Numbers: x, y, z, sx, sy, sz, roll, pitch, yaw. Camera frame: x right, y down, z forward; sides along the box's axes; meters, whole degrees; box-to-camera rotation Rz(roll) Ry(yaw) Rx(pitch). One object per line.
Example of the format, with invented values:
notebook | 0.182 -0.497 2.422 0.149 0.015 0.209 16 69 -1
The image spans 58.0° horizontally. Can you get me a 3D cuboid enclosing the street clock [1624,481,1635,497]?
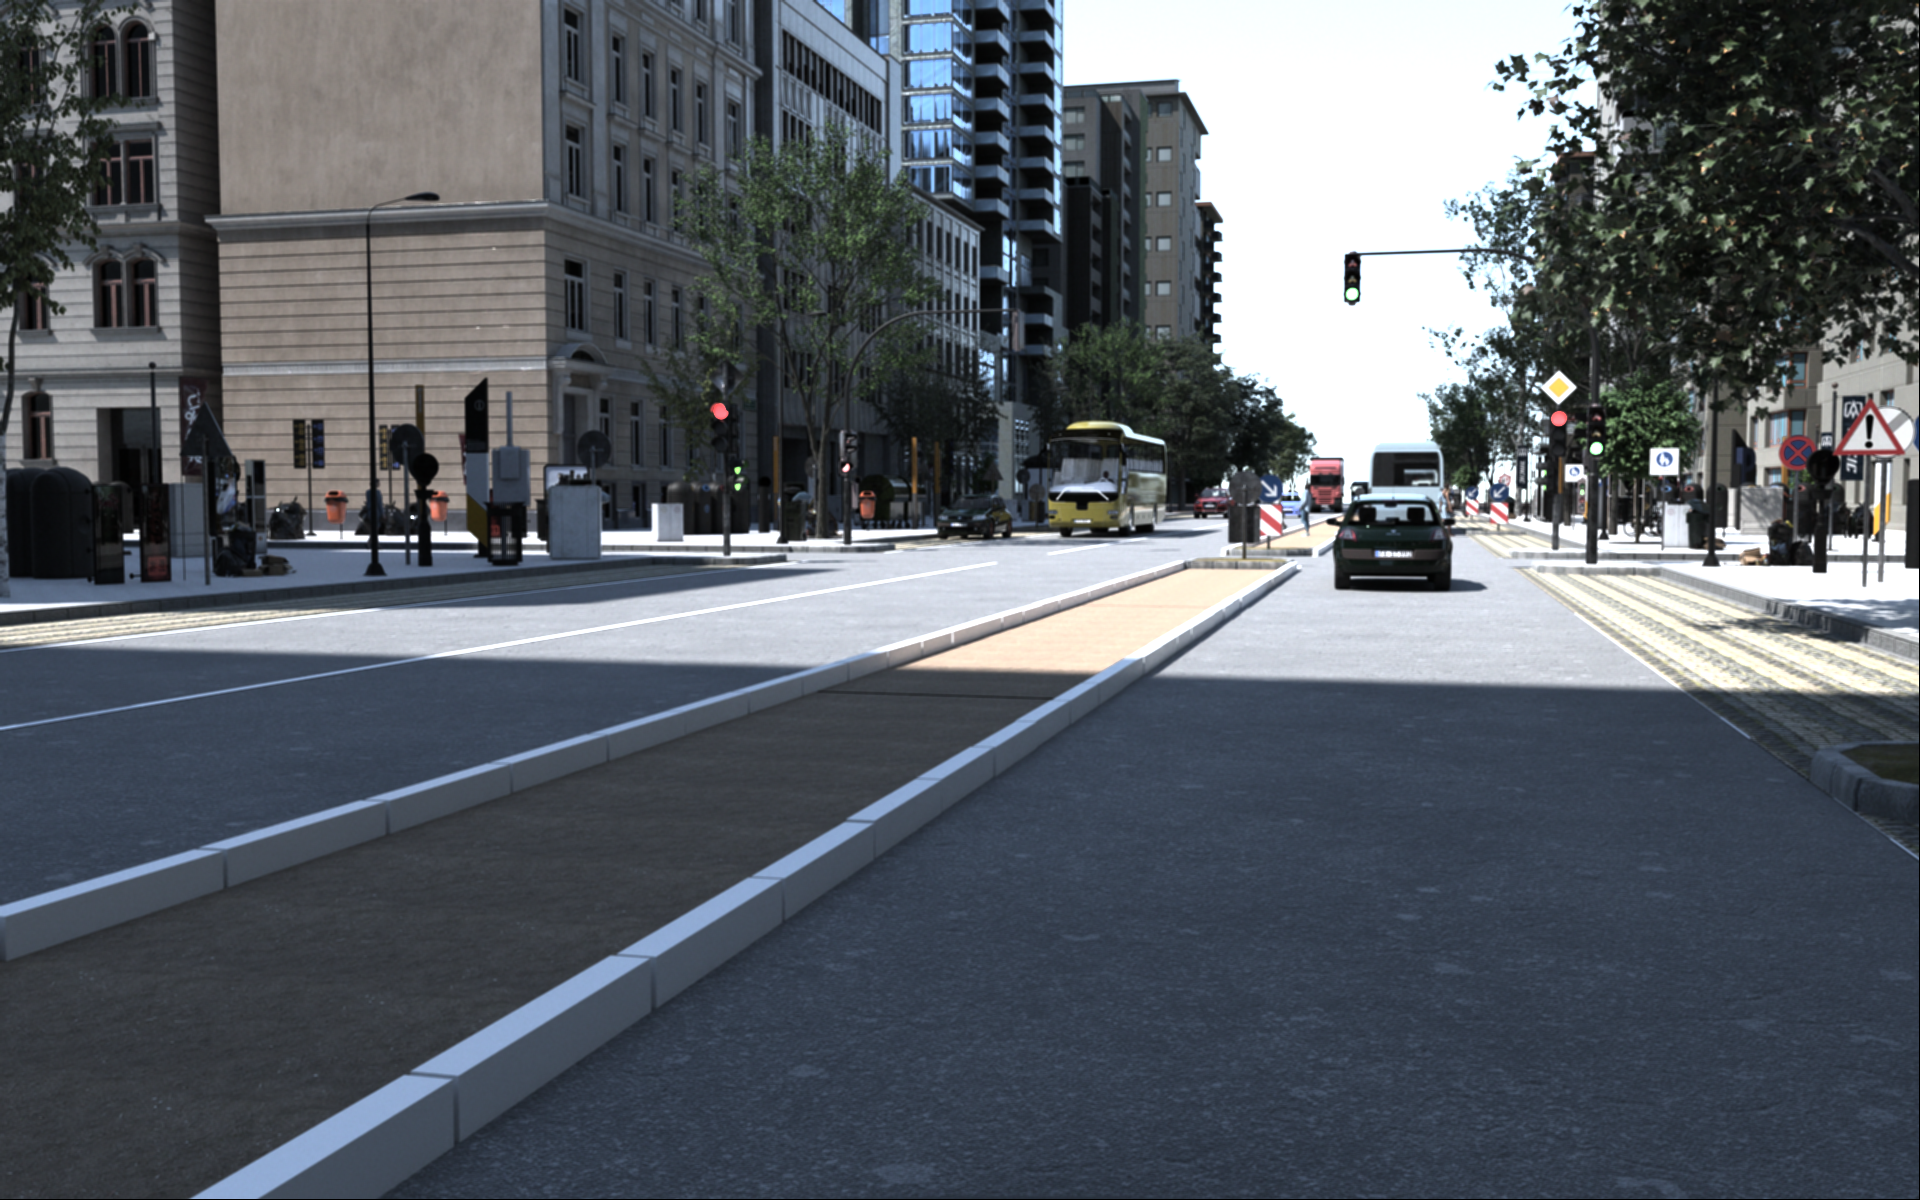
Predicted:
street clock | 30.312 -4.520 78.468 0.471 2.002 0.358 1 4 18

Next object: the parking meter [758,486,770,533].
parking meter | -6.524 -3.012 57.663 0.372 1.533 0.369 0 3 0

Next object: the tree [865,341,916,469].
tree | -2.521 -8.018 81.459 4.360 8.622 3.978 0 3 0

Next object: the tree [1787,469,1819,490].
tree | 32.051 -4.316 65.163 1.663 3.219 1.824 0 3 0

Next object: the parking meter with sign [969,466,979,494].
parking meter with sign | 1.271 -6.777 107.056 0.543 3.016 1.738 -2 4 -34

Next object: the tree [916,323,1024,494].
tree | 0.373 -7.642 75.311 4.360 8.622 3.978 0 3 0

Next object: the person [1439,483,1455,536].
person | 16.378 -3.048 58.429 0.778 1.811 0.616 0 4 -7

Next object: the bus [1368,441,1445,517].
bus | 17.323 -4.416 67.060 2.948 3.499 13.247 1 4 15

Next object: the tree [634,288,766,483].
tree | -8.905 -6.750 60.728 4.737 8.622 4.395 0 3 0

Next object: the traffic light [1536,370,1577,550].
traffic light | 13.556 -3.086 39.379 0.839 4.253 0.868 1 4 14

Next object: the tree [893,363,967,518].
tree | -1.493 -8.635 91.552 4.737 8.622 4.395 0 3 0

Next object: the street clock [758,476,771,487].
street clock | -7.967 -4.039 70.605 0.471 2.002 0.358 -2 4 -25

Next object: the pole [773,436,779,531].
pole | -6.467 -4.103 60.922 0.158 3.312 0.155 0 3 0

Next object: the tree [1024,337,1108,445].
tree | 4.652 -7.971 80.687 4.360 8.622 3.978 0 3 0

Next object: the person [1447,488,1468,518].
person | 29.793 -5.836 104.134 1.509 1.804 0.699 1 4 9

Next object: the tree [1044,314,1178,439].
tree | 8.910 -10.764 101.753 9.928 11.665 9.643 0 3 0

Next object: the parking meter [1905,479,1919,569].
parking meter | 16.447 -1.303 29.721 0.372 1.533 0.369 0 3 0

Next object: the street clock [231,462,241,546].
street clock | -15.906 -2.032 37.800 0.358 2.002 0.471 0 4 5

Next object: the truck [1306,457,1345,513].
truck | 28.303 -8.849 133.602 2.839 4.237 11.283 1 4 13

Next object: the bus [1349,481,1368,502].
bus | 55.252 -14.921 238.818 2.948 3.499 13.247 1 4 13

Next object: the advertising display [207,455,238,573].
advertising display | -12.159 -1.430 28.587 0.123 1.923 0.974 0 4 -3

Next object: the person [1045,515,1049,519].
person | 3.990 -3.517 71.494 0.738 1.151 1.012 -1 4 -19

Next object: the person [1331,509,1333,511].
person | 31.489 -8.416 146.042 1.348 1.831 0.705 0 4 4

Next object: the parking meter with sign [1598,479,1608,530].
parking meter with sign | 23.228 -4.074 62.867 0.543 3.016 1.738 2 4 31

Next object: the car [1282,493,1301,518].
car | 20.024 -5.866 105.501 1.945 1.707 3.694 1 4 13

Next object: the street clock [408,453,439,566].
street clock | -9.518 -1.602 30.771 0.471 2.002 0.358 -3 4 -37

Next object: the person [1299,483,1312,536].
person | 11.714 -3.046 58.566 0.793 1.790 0.793 0 4 0

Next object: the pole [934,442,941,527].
pole | -0.922 -4.512 67.622 0.158 3.312 0.155 0 3 0

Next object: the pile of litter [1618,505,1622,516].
pile of litter | 36.997 -4.990 95.548 1.176 0.858 1.719 -2 4 -29

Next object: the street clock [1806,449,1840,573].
street clock | 13.958 -1.437 28.064 0.471 2.002 0.358 1 4 16

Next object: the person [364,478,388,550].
person | -14.624 -2.120 43.188 0.581 1.822 0.654 3 5 42

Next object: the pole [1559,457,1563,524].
pole | 25.738 -4.919 74.273 0.158 3.312 0.155 0 3 0

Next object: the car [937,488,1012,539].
car | 0.486 -2.807 55.680 2.009 1.686 4.222 1 4 14

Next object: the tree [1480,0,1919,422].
tree | 9.509 -6.036 15.691 9.611 12.733 9.660 0 3 0

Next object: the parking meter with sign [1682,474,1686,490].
parking meter with sign | 45.038 -6.796 107.382 0.543 3.016 1.738 3 4 36

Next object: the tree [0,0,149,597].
tree | -12.155 -4.344 21.387 4.737 8.622 4.395 0 3 0

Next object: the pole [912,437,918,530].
pole | -1.631 -4.189 62.333 0.158 3.312 0.155 0 3 0

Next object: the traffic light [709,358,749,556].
traffic light | -4.824 -2.871 35.860 0.839 4.253 0.868 1 4 14

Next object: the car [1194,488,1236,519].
car | 15.136 -5.746 102.621 2.281 1.827 5.304 1 4 16

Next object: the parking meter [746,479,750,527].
parking meter | -8.342 -3.753 67.076 0.399 1.863 0.255 2 4 33

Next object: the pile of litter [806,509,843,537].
pile of litter | -4.212 -2.338 52.195 1.176 0.858 1.719 -2 4 -29

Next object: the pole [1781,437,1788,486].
pole | 29.295 -4.142 61.564 0.158 3.312 0.155 0 3 0

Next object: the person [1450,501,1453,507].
person | 26.484 -4.919 93.601 0.352 1.250 0.332 1 4 17

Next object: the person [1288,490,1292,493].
person | 22.460 -6.685 118.618 0.721 1.723 1.217 2 4 25

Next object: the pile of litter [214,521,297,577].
pile of litter | -11.135 -0.828 27.501 1.176 0.858 1.719 1 4 20

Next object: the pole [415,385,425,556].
pole | -10.106 -2.364 32.492 0.158 3.312 0.155 0 3 0

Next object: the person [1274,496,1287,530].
person | 12.573 -3.633 68.244 0.624 1.780 0.694 2 4 28

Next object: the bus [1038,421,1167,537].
bus | 5.368 -4.299 61.827 2.896 3.916 12.252 1 4 14

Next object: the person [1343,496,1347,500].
person | 31.074 -8.165 141.937 1.348 1.831 0.705 0 4 4

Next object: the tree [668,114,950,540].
tree | -4.049 -7.539 49.022 9.928 11.665 9.643 0 3 0

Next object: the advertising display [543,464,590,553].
advertising display | -8.536 -1.983 37.635 0.974 1.923 0.123 0 4 -7

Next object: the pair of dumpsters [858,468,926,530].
pair of dumpsters | -2.558 -3.773 64.175 1.574 2.255 4.437 1 4 14

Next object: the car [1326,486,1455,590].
car | 6.781 -1.069 27.259 2.009 1.686 4.222 1 4 13

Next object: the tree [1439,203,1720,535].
tree | 20.191 -7.292 53.631 8.767 10.594 7.601 3 5 39

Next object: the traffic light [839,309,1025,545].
traffic light | -0.774 -4.185 43.100 4.771 5.953 1.251 1 4 14

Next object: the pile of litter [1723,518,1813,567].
pile of litter | 14.581 -1.052 31.161 1.719 0.858 1.176 1 4 9

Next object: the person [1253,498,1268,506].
person | 12.809 -3.969 73.746 0.623 1.781 0.721 -2 4 -25

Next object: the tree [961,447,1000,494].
tree | 1.147 -4.614 70.034 1.663 3.219 1.824 0 3 0

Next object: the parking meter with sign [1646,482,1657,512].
parking meter with sign | 42.445 -6.816 107.699 1.738 3.016 0.543 2 4 25
